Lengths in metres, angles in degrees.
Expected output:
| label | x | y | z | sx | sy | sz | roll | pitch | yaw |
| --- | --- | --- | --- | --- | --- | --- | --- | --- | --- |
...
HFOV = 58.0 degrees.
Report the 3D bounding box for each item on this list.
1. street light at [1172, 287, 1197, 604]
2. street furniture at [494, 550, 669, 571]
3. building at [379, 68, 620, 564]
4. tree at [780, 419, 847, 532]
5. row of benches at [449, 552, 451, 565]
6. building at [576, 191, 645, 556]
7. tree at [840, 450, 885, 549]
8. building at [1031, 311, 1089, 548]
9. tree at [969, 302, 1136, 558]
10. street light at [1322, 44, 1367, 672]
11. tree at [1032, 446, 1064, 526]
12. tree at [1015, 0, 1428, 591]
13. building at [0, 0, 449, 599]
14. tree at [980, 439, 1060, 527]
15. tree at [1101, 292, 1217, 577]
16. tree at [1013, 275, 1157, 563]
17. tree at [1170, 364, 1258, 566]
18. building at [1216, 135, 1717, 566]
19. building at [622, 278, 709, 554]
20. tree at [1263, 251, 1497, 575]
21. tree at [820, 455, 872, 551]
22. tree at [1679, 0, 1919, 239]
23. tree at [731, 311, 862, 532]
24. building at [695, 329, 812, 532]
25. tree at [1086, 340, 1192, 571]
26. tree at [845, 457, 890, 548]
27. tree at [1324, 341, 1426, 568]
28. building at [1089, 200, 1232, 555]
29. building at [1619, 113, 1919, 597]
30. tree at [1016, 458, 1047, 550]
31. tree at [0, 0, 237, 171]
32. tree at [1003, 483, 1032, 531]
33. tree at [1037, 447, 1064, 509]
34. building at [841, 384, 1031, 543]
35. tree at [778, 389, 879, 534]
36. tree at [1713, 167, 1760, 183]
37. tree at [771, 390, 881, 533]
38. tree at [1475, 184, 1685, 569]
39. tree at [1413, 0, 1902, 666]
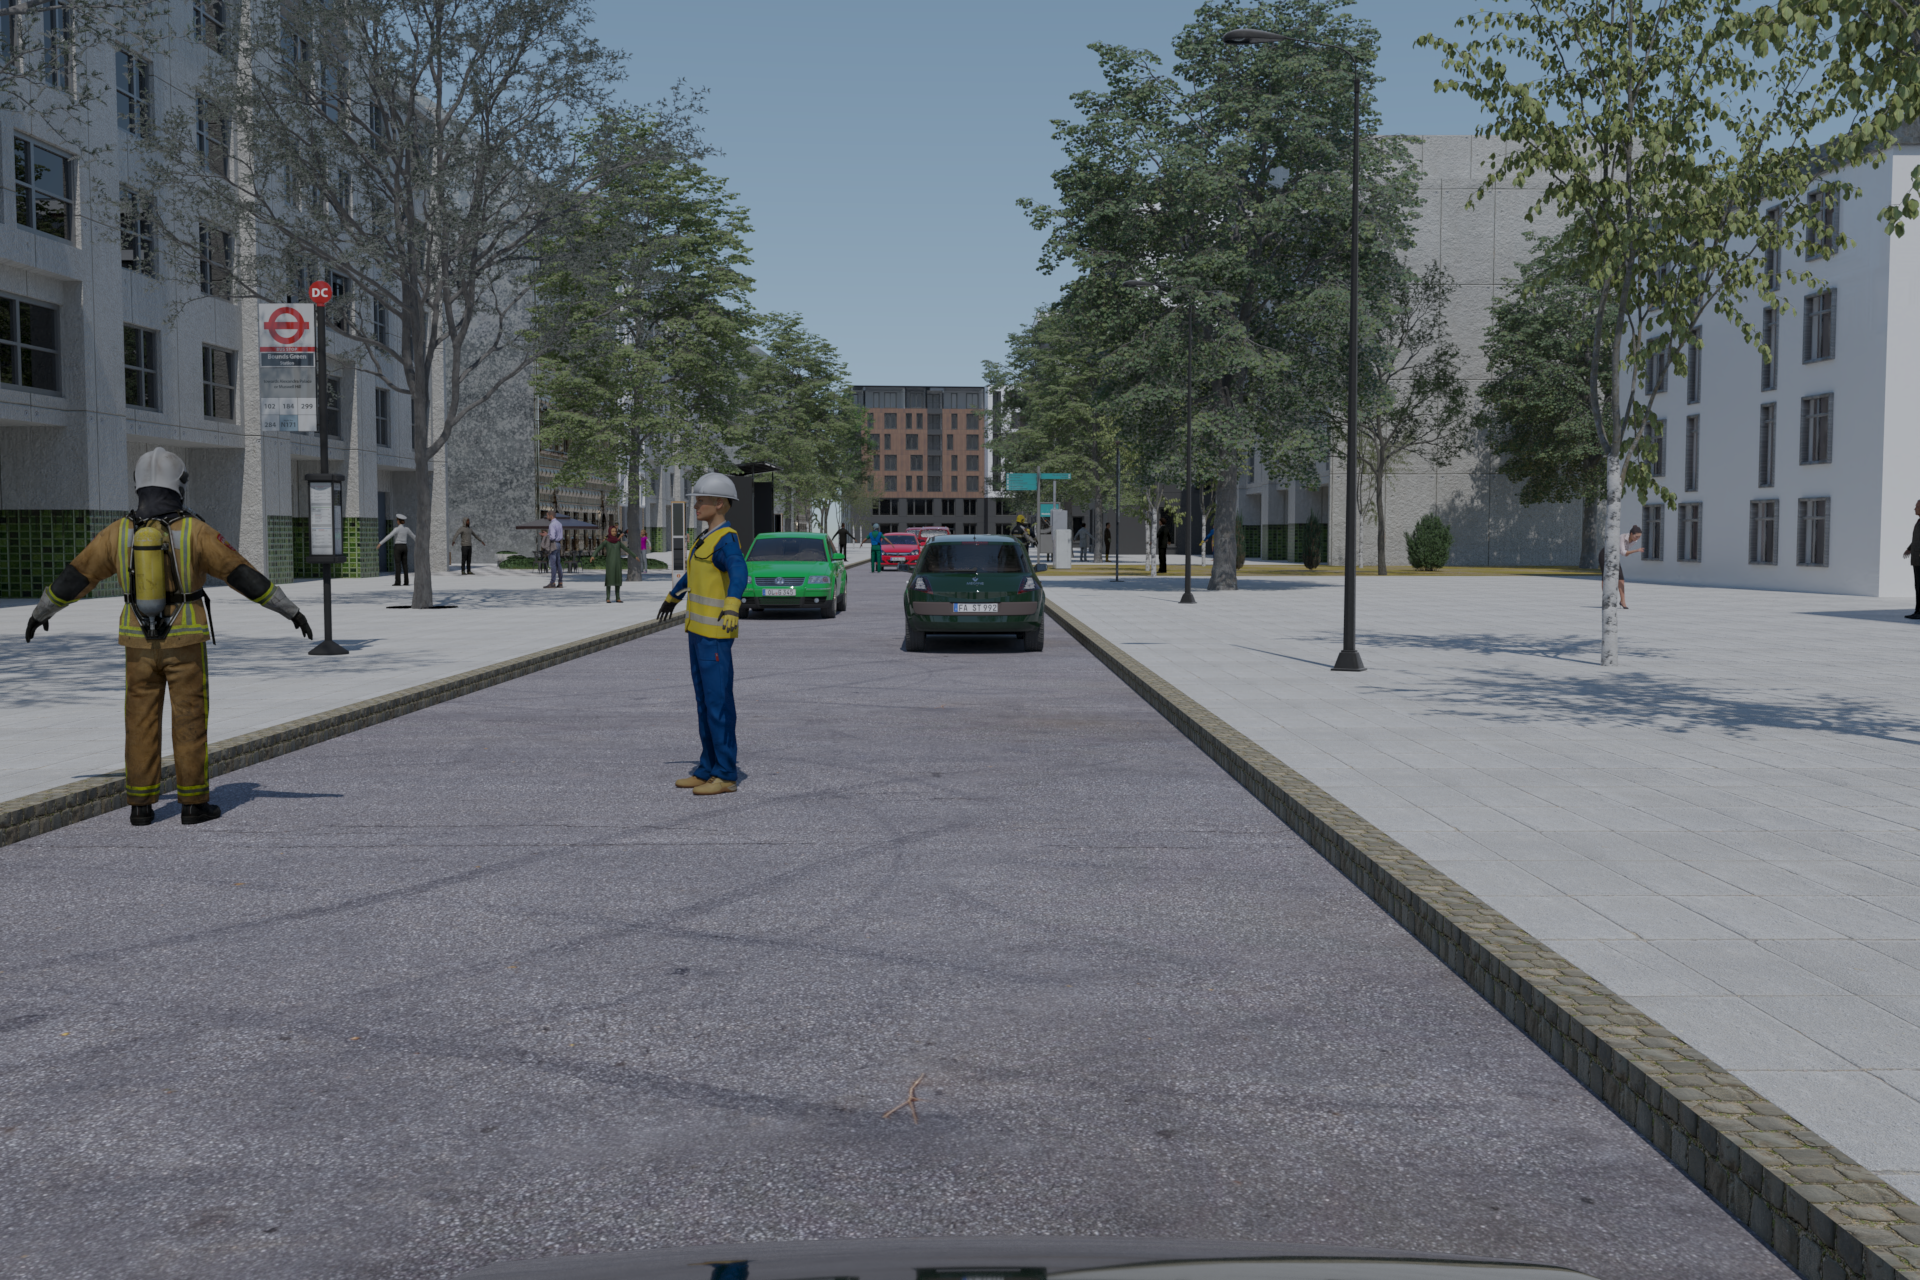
| label | x | y | z | sx | sy | sz | roll | pitch | yaw |
| --- | --- | --- | --- | --- | --- | --- | --- | --- | --- |
| street light | 4.752 | -3.626 | 31.833 | 1.470 | 5.913 | 1.316 | 0 | 4 | 0 |
| street furniture | -14.581 | -3.023 | 65.059 | 5.734 | 0.657 | 10.072 | -1 | 4 | -21 |
| building | -27.511 | -15.428 | 83.169 | 19.493 | 23.208 | 18.063 | 0 | 4 | 0 |
| tree | -9.064 | -9.497 | 105.633 | 4.737 | 8.622 | 4.395 | 0 | 3 | 0 |
| row of benches | -21.511 | -3.308 | 69.554 | 1.422 | 0.672 | 4.104 | 0 | 4 | 5 |
| building | -24.925 | -14.715 | 97.005 | 16.016 | 20.090 | 11.380 | 0 | 4 | -1 |
| tree | -9.264 | -12.079 | 147.849 | 4.360 | 8.622 | 3.978 | 0 | 3 | 0 |
| building | 21.014 | -20.271 | 175.402 | 27.936 | 21.610 | 32.646 | 0 | 3 | 0 |
| tree | 5.685 | -11.368 | 92.528 | 9.857 | 13.997 | 8.962 | 0 | 3 | 0 |
| street light | 4.200 | -2.665 | 16.106 | 1.470 | 5.913 | 1.316 | 0 | 4 | 0 |
| tree | 6.220 | -9.949 | 113.021 | 4.737 | 8.622 | 4.395 | 0 | 3 | 0 |
| tree | 6.045 | -8.117 | 39.372 | 9.857 | 13.997 | 8.962 | 0 | 3 | 0 |
| building | -25.675 | -10.780 | 42.715 | 16.747 | 18.905 | 31.486 | 0 | 4 | 0 |
| tree | 5.900 | -13.466 | 154.576 | 8.767 | 10.594 | 7.601 | 0 | 4 | -4 |
| tree | 5.994 | -6.198 | 51.693 | 4.737 | 8.622 | 4.395 | 0 | 3 | 0 |
| tree | 5.795 | -9.697 | 76.669 | 7.486 | 12.596 | 7.792 | 0 | 3 | 0 |
| tree | 9.950 | -7.243 | 68.784 | 4.737 | 8.622 | 4.395 | 0 | 3 | 0 |
| building | 23.379 | -13.399 | 85.532 | 16.747 | 18.905 | 31.486 | 0 | 3 | 0 |
| building | -29.145 | -16.022 | 128.420 | 16.747 | 18.905 | 31.486 | 0 | 4 | -1 |
| tree | 12.796 | -7.288 | 53.565 | 7.601 | 10.594 | 8.767 | 0 | 4 | 2 |
| tree | -9.374 | -11.134 | 132.404 | 4.360 | 8.622 | 3.978 | 0 | 3 | 0 |
| tree | 5.846 | -3.625 | 9.639 | 4.737 | 8.622 | 4.395 | 0 | 3 | 0 |
| tree | -8.623 | -10.426 | 88.587 | 7.486 | 12.596 | 7.792 | 0 | 3 | 0 |
| building | -25.121 | -21.054 | 175.166 | 19.493 | 23.208 | 18.063 | 0 | 4 | 0 |
| tree | 6.456 | -6.682 | 59.611 | 4.737 | 8.622 | 4.395 | 0 | 3 | 0 |
| tree | -9.264 | -12.730 | 158.495 | 4.360 | 8.622 | 3.978 | 0 | 3 | 0 |
| tree | 14.944 | -7.032 | 65.343 | 4.360 | 8.622 | 3.978 | 0 | 3 | 0 |
| building | 22.859 | -17.036 | 122.519 | 27.936 | 21.610 | 32.646 | 0 | 4 | 0 |
| building | 23.087 | -5.675 | 34.931 | 9.099 | 9.664 | 28.070 | 0 | 4 | -1 |
| tree | 6.225 | -11.631 | 140.529 | 4.737 | 8.622 | 4.395 | 0 | 3 | 0 |
| tree | -9.382 | -6.193 | 11.623 | 12.009 | 13.543 | 11.850 | 0 | 3 | 0 |
| tree | 5.463 | -12.059 | 147.531 | 4.360 | 8.622 | 3.978 | 0 | 3 | 0 |
| tree | 6.095 | -10.404 | 120.474 | 4.737 | 8.622 | 4.395 | 0 | 3 | 0 |
| building | -0.125 | -24.573 | 248.192 | 32.646 | 21.610 | 27.936 | 0 | 4 | -7 |
| tree | -9.450 | -12.094 | 123.487 | 9.928 | 11.665 | 9.643 | 0 | 3 | 0 |
| tree | 24.526 | -8.320 | 54.166 | 7.486 | 12.596 | 7.792 | 0 | 3 | 0 |
| tree | -9.134 | -10.891 | 112.477 | 8.767 | 10.594 | 7.601 | 0 | 4 | 6 |
| tree | 23.368 | -9.633 | 64.158 | 9.857 | 13.997 | 8.962 | 0 | 3 | 0 |
| tree | 6.558 | -4.049 | 16.560 | 4.737 | 8.622 | 4.395 | 0 | 3 | 0 |
